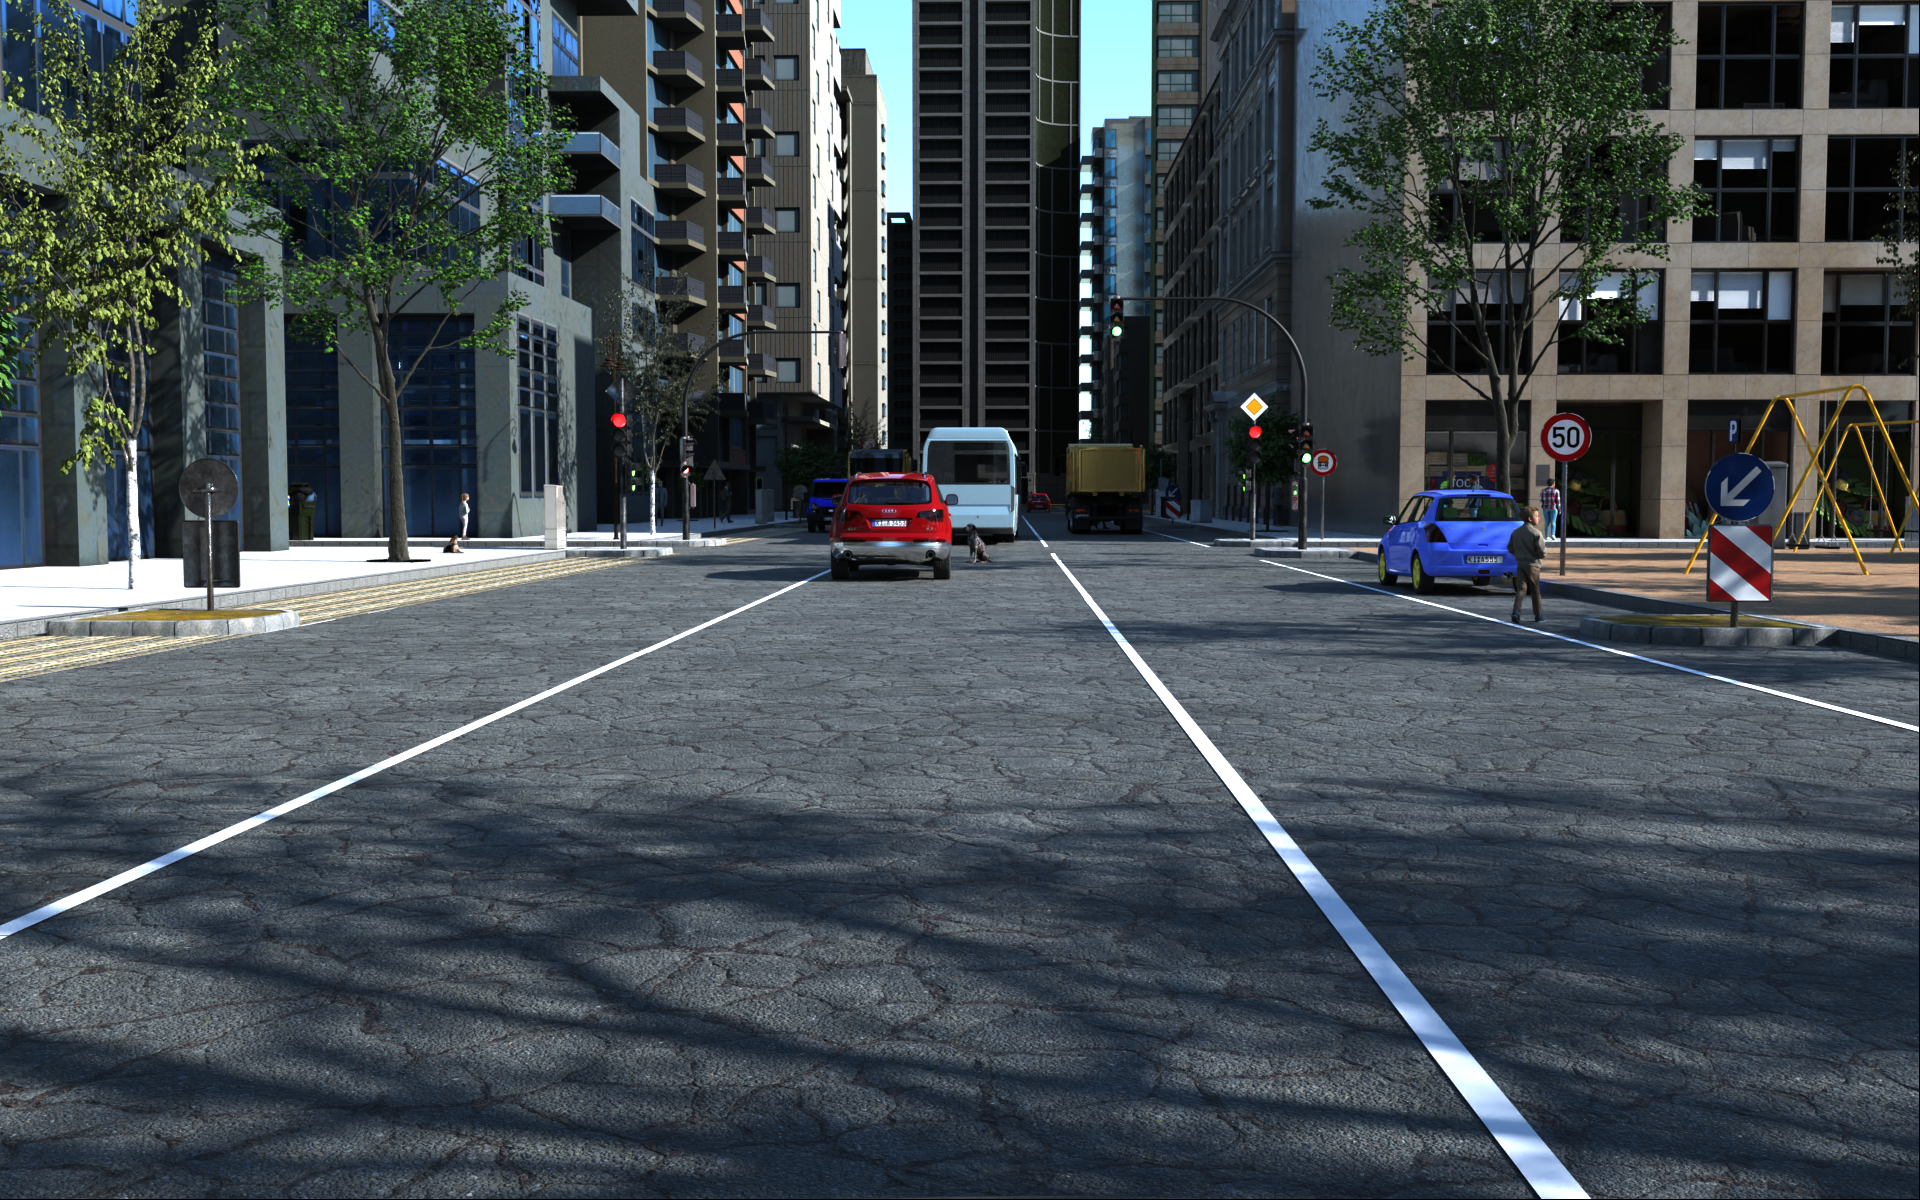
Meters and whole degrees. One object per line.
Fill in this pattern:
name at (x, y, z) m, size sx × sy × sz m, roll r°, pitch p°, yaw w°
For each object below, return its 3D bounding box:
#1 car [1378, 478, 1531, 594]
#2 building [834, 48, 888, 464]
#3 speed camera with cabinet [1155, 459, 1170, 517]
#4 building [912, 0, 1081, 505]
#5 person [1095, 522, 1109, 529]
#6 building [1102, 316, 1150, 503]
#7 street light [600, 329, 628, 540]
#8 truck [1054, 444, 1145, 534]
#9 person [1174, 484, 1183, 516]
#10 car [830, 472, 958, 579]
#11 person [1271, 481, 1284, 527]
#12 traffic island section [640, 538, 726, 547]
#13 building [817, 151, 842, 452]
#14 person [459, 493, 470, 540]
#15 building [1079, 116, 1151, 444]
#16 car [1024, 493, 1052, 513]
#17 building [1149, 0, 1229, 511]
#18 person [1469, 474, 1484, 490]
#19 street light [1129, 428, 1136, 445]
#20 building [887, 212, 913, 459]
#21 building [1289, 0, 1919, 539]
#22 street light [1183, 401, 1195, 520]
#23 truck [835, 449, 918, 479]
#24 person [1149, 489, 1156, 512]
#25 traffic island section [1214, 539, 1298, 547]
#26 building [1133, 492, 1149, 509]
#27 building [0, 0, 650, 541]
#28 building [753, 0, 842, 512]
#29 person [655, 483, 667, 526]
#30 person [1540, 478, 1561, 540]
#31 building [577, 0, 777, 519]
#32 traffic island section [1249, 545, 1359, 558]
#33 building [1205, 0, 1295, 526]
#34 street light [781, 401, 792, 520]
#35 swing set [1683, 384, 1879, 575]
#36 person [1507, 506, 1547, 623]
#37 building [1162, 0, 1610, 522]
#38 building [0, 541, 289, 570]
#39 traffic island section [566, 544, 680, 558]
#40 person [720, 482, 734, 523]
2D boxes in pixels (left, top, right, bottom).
car at (7.409, -1.006, 26.047) m, size 1.945 × 1.707 × 3.694 m, roll 0°, pitch 4°, yaw 2°
building at (-19.061, -34.432, 186.658) m, size 21.600 × 48.544 × 21.300 m, roll 0°, pitch 4°, yaw 1°
speed camera with cabinet at (11.292, -6.238, 96.321) m, size 0.660 × 3.252 × 2.038 m, roll 1°, pitch 4°, yaw 13°
building at (4.756, -47.656, 217.434) m, size 20.611 × 71.187 × 20.563 m, roll 0°, pitch 4°, yaw 1°
person at (5.807, -3.807, 70.845) m, size 0.850 × 1.850 × 0.679 m, roll -2°, pitch 4°, yaw -31°
building at (29.642, -20.642, 182.536) m, size 27.650 × 21.520 × 28.899 m, roll 0°, pitch 4°, yaw 1°
street light at (-9.710, -4.646, 48.747) m, size 0.468 × 5.910 × 1.993 m, roll 0°, pitch 4°, yaw 1°
truck at (5.352, -4.247, 65.367) m, size 3.469 × 3.379 × 9.791 m, roll 0°, pitch 4°, yaw 2°
person at (12.503, -5.750, 99.835) m, size 0.755 × 1.850 × 0.659 m, roll 1°, pitch 4°, yaw 14°
car at (-1.167, -1.342, 30.607) m, size 2.281 × 1.827 × 5.304 m, roll 0°, pitch 4°, yaw 0°
person at (12.565, -3.816, 68.618) m, size 0.537 × 1.800 × 0.526 m, roll 0°, pitch 4°, yaw -2°
traffic island section at (-7.686, -1.605, 48.517) m, size 2.009 × 0.180 × 2.903 m, roll 0°, pitch 4°, yaw 1°
building at (-24.521, -28.879, 164.052) m, size 32.217 × 40.220 × 23.993 m, roll 0°, pitch 4°, yaw 1°
person at (-13.767, -2.315, 48.177) m, size 0.425 × 1.301 × 0.394 m, roll 2°, pitch 4°, yaw 32°
building at (30.395, -36.664, 219.058) m, size 30.456 × 49.044 × 23.786 m, roll 0°, pitch 4°, yaw 1°
car at (6.048, -7.630, 133.791) m, size 2.155 × 1.783 × 4.494 m, roll 0°, pitch 4°, yaw 1°
building at (21.857, -27.677, 136.106) m, size 14.154 × 41.232 × 14.086 m, roll 0°, pitch 4°, yaw 1°
person at (14.186, -2.559, 47.873) m, size 0.794 × 1.824 × 0.713 m, roll -2°, pitch 4°, yaw -30°
street light at (12.070, -9.127, 122.008) m, size 0.468 × 5.910 × 1.993 m, roll 0°, pitch 4°, yaw 1°
building at (-17.383, -32.603, 224.942) m, size 23.993 × 40.220 × 32.217 m, roll 0°, pitch 4°, yaw 1°
building at (29.804, -15.501, 57.954) m, size 34.151 × 26.468 × 19.350 m, roll 0°, pitch 4°, yaw 1°
street light at (11.113, -6.815, 84.214) m, size 0.468 × 5.910 × 1.993 m, roll 0°, pitch 4°, yaw 1°
truck at (-3.512, -4.944, 76.751) m, size 3.469 × 3.379 × 9.791 m, roll 0°, pitch 4°, yaw 0°
person at (13.491, -7.017, 120.976) m, size 0.583 × 1.804 × 0.606 m, roll 0°, pitch 4°, yaw 6°
traffic island section at (8.150, -1.579, 48.105) m, size 2.009 × 0.180 × 2.903 m, roll 0°, pitch 4°, yaw 1°
building at (31.551, -28.357, 155.510) m, size 32.217 × 40.220 × 23.993 m, roll 0°, pitch 4°, yaw 1°
building at (-23.775, -45.920, 63.458) m, size 22.319 × 86.520 × 31.000 m, roll 0°, pitch 4°, yaw 1°
building at (-23.819, -33.560, 137.948) m, size 28.713 × 52.752 × 27.495 m, roll 0°, pitch 4°, yaw 1°
person at (-12.086, -3.887, 69.693) m, size 0.635 × 1.810 × 0.391 m, roll 0°, pitch 4°, yaw 1°
person at (16.503, -2.543, 48.454) m, size 0.563 × 1.720 × 0.643 m, roll 2°, pitch 4°, yaw 34°
building at (-22.948, -27.398, 102.587) m, size 22.147 × 44.769 × 28.867 m, roll 0°, pitch 4°, yaw 1°
traffic island section at (7.944, -1.091, 40.122) m, size 2.009 × 0.180 × 2.903 m, roll 0°, pitch 4°, yaw 1°
building at (19.125, -17.907, 78.686) m, size 13.634 × 28.700 × 20.117 m, roll 0°, pitch 4°, yaw 1°
street light at (-8.644, -6.928, 86.060) m, size 0.468 × 5.910 × 1.993 m, roll 0°, pitch 4°, yaw 1°
swing set at (12.894, -1.739, 26.049) m, size 2.862 × 2.851 × 3.119 m, roll 0°, pitch 4°, yaw 5°
person at (6.315, -0.399, 19.299) m, size 0.475 × 1.303 × 0.640 m, roll 3°, pitch 5°, yaw 39°
building at (23.538, -18.423, 105.734) m, size 19.350 × 26.468 × 34.151 m, roll 0°, pitch 4°, yaw 1°
building at (-31.123, -43.643, 26.233) m, size 31.000 × 86.520 × 22.319 m, roll 0°, pitch 4°, yaw 1°
traffic island section at (-7.892, -1.116, 40.535) m, size 2.009 × 0.180 × 2.903 m, roll 0°, pitch 4°, yaw 1°
person at (-10.372, -4.326, 76.734) m, size 0.822 × 1.834 × 0.622 m, roll -3°, pitch 4°, yaw -39°
